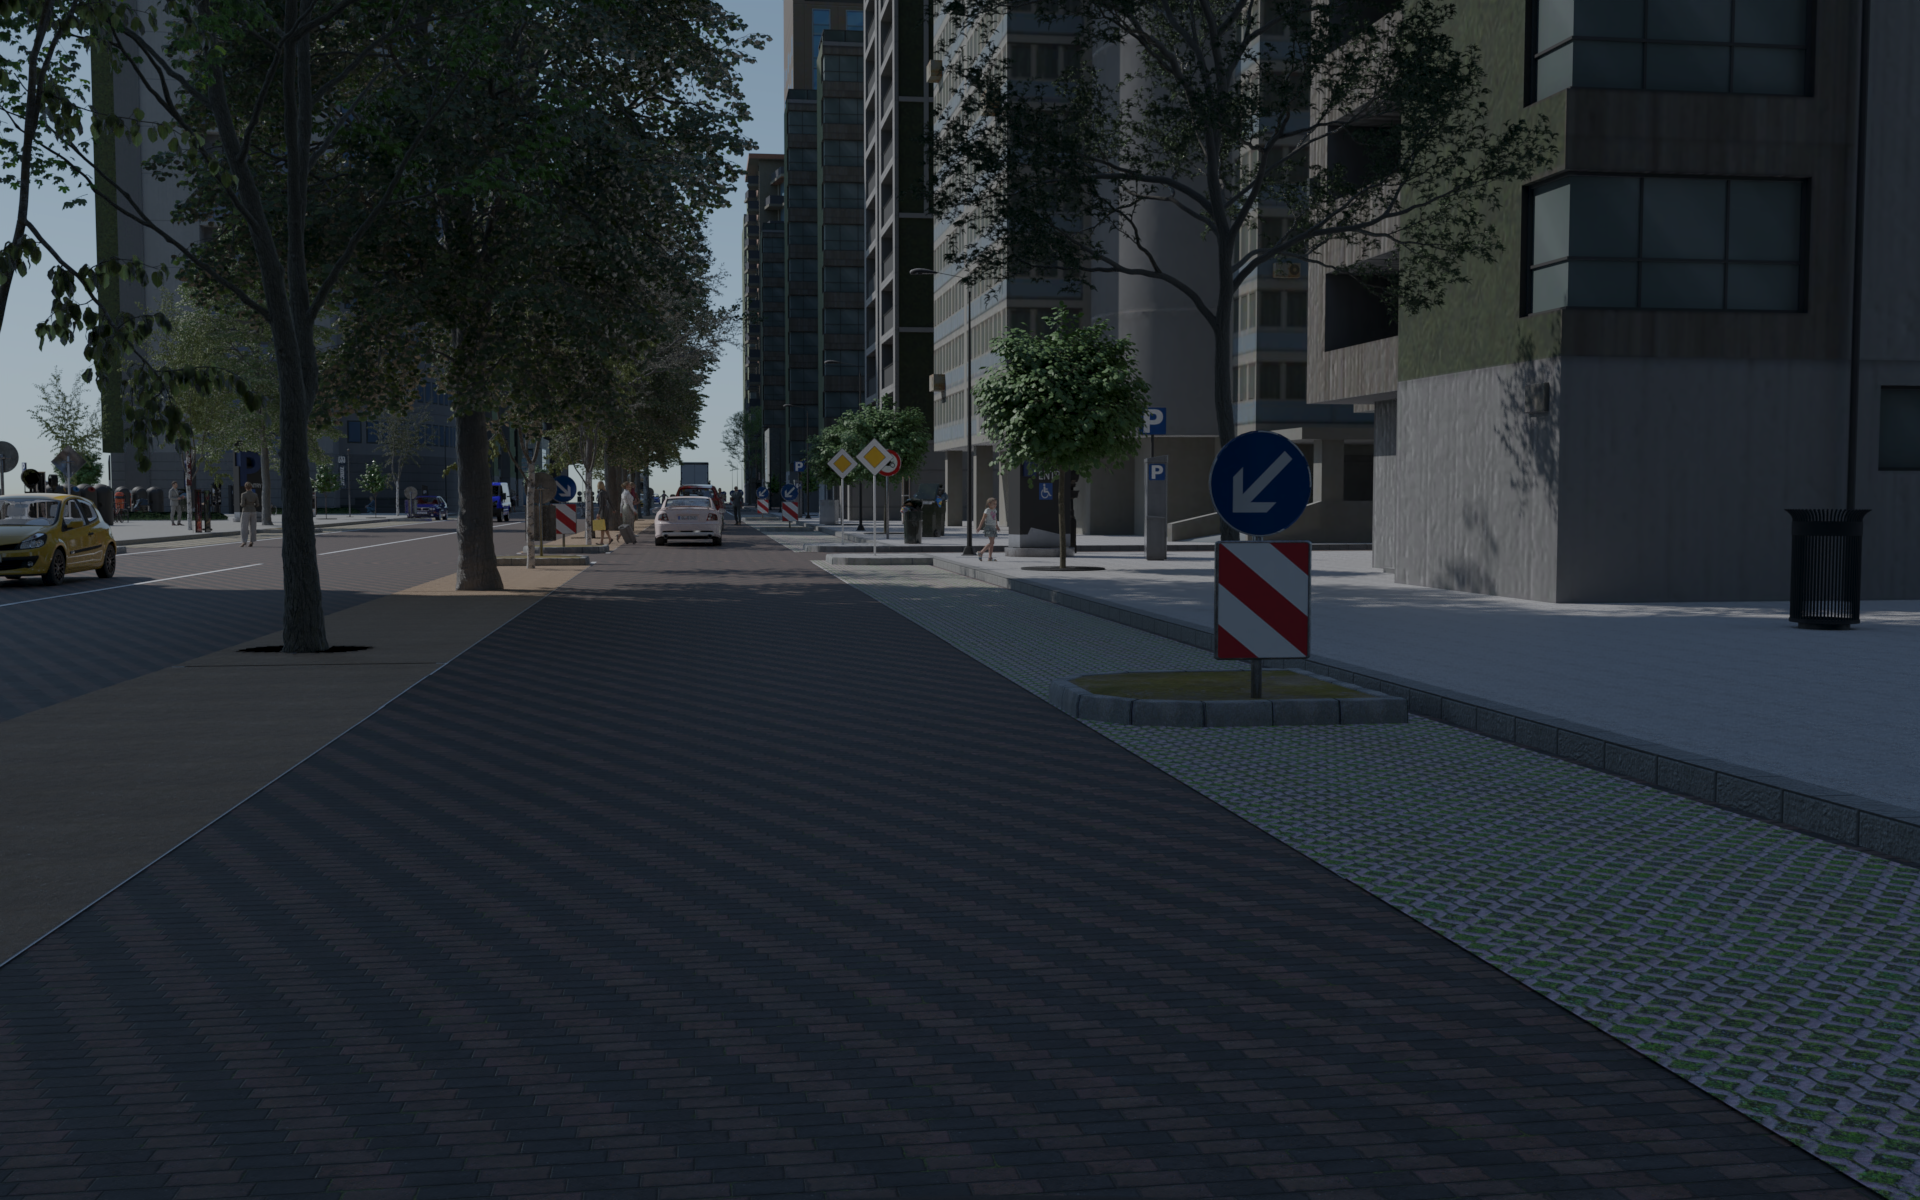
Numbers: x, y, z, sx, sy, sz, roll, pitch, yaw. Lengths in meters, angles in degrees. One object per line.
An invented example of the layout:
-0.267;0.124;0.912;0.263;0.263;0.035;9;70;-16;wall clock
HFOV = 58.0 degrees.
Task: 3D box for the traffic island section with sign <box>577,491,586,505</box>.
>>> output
-48.583;-13.019;221.483;1.989;1.847;2.006;-1;4;-9;traffic island section with sign

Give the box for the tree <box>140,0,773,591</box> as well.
-7.144;-7.106;25.295;9.857;13.997;8.962;0;3;0;tree

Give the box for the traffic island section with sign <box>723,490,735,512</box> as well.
-18.257;-8.193;142.582;1.989;1.847;2.006;-1;4;-9;traffic island section with sign

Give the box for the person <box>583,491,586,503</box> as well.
-56.531;-15.571;261.352;0.721;1.743;1.217;0;3;0;person

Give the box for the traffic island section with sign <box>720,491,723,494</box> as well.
-22.343;-9.835;169.436;1.989;1.847;2.006;-1;4;-9;traffic island section with sign

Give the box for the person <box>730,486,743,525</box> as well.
-10.418;-4.398;80.589;0.661;1.801;0.590;1;4;17;person

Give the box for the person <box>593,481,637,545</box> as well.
-9.733;-2.447;48.726;0.699;1.804;1.509;3;5;43;person

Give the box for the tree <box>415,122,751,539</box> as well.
-11.910;-8.710;55.236;12.009;13.543;11.850;0;3;0;tree

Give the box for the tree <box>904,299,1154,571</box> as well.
1.758;-2.795;29.412;4.285;4.588;4.351;0;3;0;tree

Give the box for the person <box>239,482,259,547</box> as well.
-19.340;-2.326;47.082;0.362;1.759;0.519;3;5;44;person

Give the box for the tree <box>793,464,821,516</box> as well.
-8.975;-6.530;101.370;1.663;3.219;1.824;0;3;0;tree

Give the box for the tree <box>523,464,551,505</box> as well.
-45.965;-12.529;188.562;4.285;4.588;4.351;0;3;0;tree

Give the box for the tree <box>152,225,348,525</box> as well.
-28.888;-9.336;70.771;7.486;12.596;7.792;0;3;0;tree

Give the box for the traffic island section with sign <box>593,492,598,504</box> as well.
-52.665;-14.662;248.345;1.989;1.847;2.006;-1;4;-9;traffic island section with sign

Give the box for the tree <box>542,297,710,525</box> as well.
-15.997;-9.922;82.808;7.486;12.596;7.792;0;3;0;tree

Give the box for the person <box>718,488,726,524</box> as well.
-11.371;-4.431;81.701;0.760;1.731;0.466;0;4;1;person

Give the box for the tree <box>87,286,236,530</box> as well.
-27.346;-6.774;61.120;4.737;8.622;4.395;0;3;0;tree

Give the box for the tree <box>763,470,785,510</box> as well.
-15.130;-8.921;140.464;1.663;3.219;1.824;0;3;0;tree

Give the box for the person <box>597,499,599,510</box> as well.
-32.835;-9.094;157.913;0.721;1.735;1.217;-2;4;-26;person

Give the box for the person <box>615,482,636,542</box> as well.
-9.845;-2.583;50.960;0.641;1.798;0.478;-1;4;-20;person

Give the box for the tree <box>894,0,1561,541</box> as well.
2.700;-5.164;18.851;7.601;10.594;8.767;0;4;6;tree

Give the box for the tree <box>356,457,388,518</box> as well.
-31.057;-5.930;91.563;1.663;3.219;1.824;0;3;0;tree

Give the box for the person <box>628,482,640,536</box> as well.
-11.034;-3.044;58.245;0.573;1.828;0.580;-1;4;-21;person

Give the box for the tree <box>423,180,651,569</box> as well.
-8.276;-4.909;33.081;4.737;8.622;4.395;0;3;0;tree

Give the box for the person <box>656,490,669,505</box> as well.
-22.290;-7.392;130.070;1.217;1.736;0.721;2;4;30;person

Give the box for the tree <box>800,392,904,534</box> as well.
-2.439;-4.405;55.738;4.285;4.588;4.351;0;3;0;tree

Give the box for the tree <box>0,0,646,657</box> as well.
-6.061;-5.335;15.442;9.928;11.665;9.643;0;3;0;tree

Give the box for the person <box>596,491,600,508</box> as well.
-27.913;-7.612;133.891;0.436;1.711;0.756;3;5;40;person

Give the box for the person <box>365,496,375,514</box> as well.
-38.494;-6.204;112.983;0.738;1.151;1.012;-1;4;-12;person

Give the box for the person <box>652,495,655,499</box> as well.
-40.904;-13.391;230.659;0.599;1.433;0.991;-3;5;-44;person

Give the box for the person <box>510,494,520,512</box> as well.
-35.037;-7.615;136.197;0.799;1.438;0.628;-1;4;-20;person

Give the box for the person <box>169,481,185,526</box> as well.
-31.827;-3.924;70.401;0.583;1.804;0.606;0;4;1;person

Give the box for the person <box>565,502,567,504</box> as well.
-41.284;-10.544;180.910;1.348;1.821;0.705;3;4;37;person

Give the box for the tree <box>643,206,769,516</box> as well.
-19.005;-15.462;111.152;12.611;20.169;13.585;0;3;0;tree

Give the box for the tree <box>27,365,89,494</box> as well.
-51.382;-9.152;100.005;4.737;8.622;4.395;0;3;0;tree

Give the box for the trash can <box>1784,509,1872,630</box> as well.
8.252;-0.297;16.506;0.748;1.137;0.748;0;3;0;trash can

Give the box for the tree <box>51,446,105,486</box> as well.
-55.971;-7.727;110.055;4.285;4.588;4.351;0;3;0;tree

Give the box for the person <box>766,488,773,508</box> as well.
-15.178;-8.032;137.897;0.617;1.759;0.750;0;4;0;person

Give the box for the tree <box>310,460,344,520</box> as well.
-32.155;-5.681;87.480;1.663;3.219;1.824;0;3;0;tree

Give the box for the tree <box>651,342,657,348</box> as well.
-10.176;-5.766;47.094;4.737;8.622;4.395;0;3;0;tree

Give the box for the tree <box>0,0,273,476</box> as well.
-4.740;-3.352;7.626;4.360;8.622;3.978;0;3;0;tree

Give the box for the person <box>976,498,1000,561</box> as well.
0.563;-1.348;33.094;0.382;1.210;0.505;2;4;32;person
